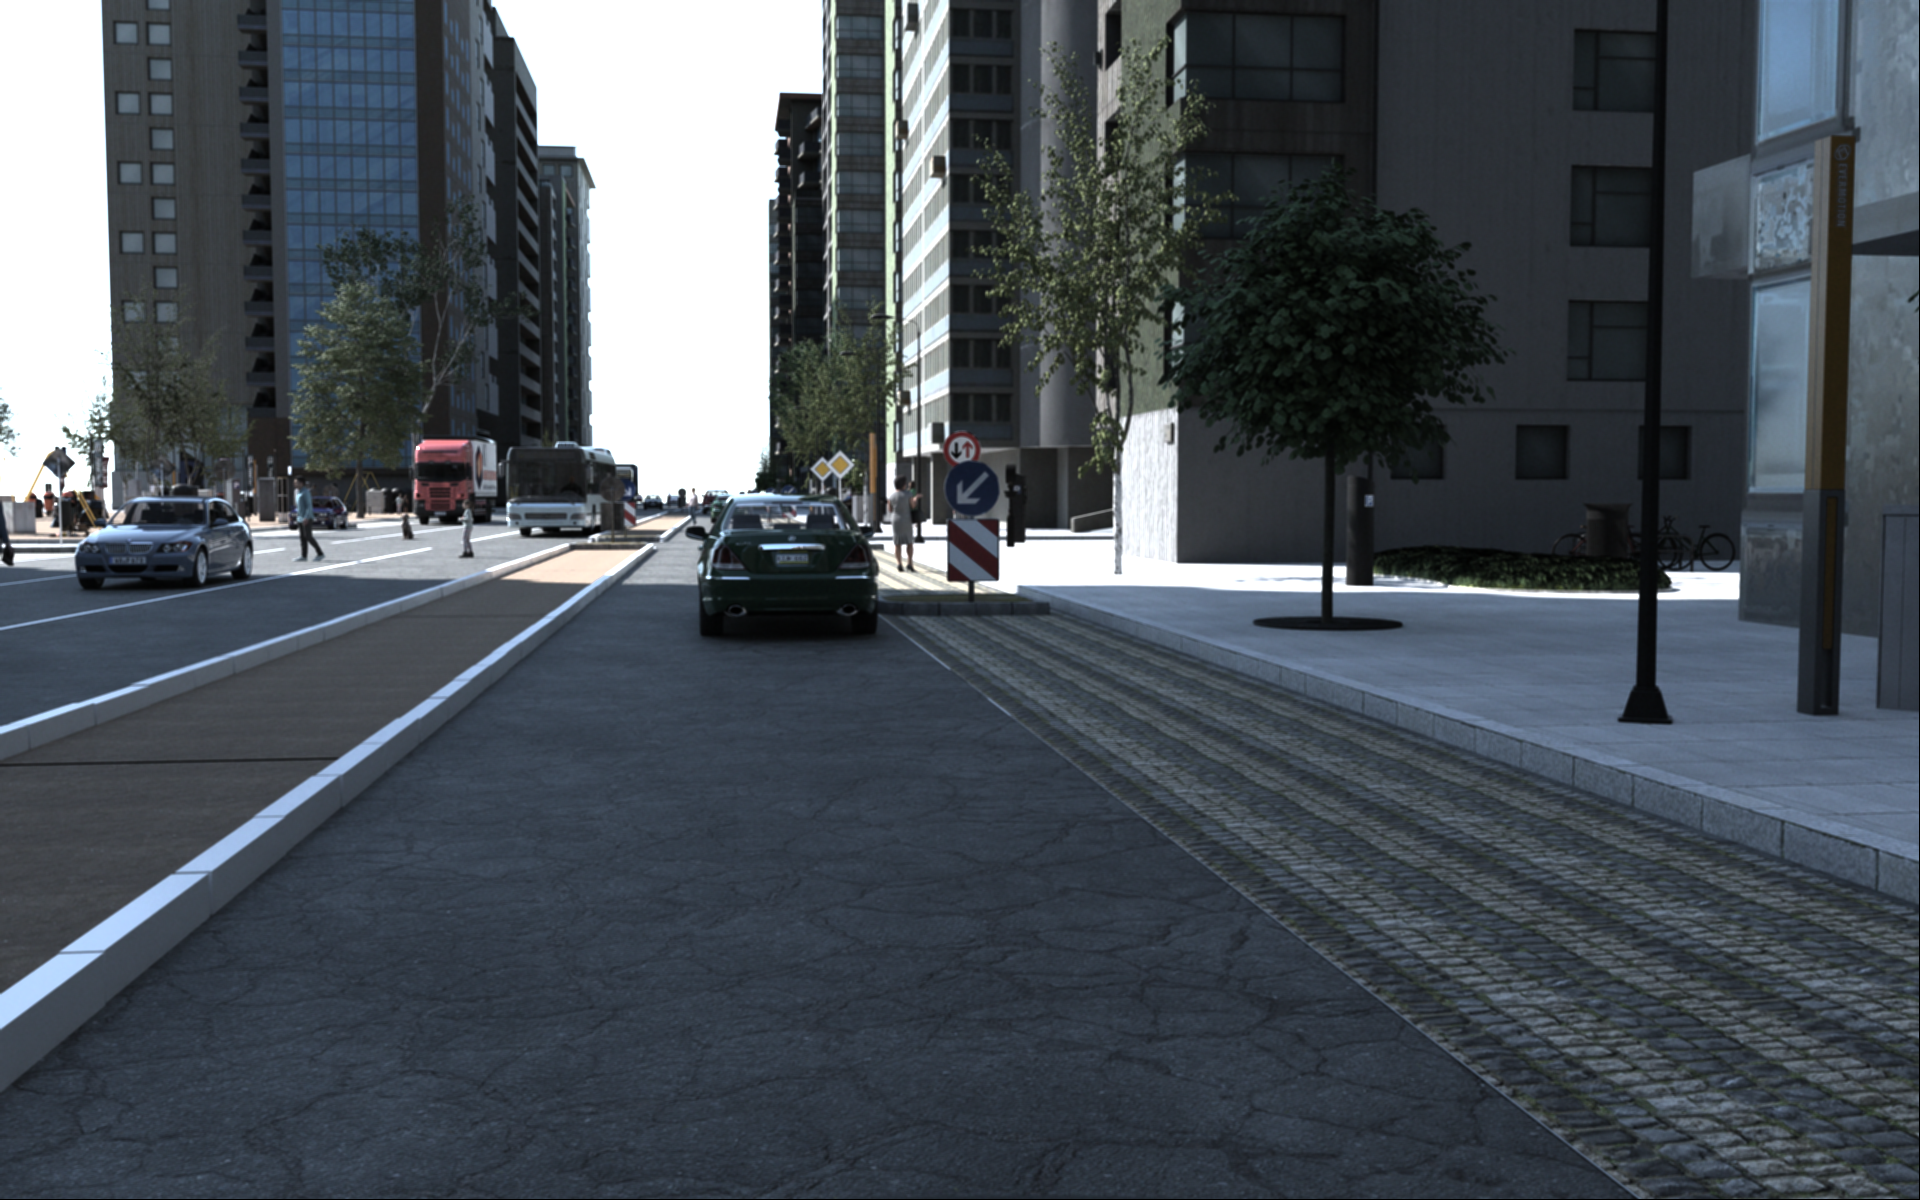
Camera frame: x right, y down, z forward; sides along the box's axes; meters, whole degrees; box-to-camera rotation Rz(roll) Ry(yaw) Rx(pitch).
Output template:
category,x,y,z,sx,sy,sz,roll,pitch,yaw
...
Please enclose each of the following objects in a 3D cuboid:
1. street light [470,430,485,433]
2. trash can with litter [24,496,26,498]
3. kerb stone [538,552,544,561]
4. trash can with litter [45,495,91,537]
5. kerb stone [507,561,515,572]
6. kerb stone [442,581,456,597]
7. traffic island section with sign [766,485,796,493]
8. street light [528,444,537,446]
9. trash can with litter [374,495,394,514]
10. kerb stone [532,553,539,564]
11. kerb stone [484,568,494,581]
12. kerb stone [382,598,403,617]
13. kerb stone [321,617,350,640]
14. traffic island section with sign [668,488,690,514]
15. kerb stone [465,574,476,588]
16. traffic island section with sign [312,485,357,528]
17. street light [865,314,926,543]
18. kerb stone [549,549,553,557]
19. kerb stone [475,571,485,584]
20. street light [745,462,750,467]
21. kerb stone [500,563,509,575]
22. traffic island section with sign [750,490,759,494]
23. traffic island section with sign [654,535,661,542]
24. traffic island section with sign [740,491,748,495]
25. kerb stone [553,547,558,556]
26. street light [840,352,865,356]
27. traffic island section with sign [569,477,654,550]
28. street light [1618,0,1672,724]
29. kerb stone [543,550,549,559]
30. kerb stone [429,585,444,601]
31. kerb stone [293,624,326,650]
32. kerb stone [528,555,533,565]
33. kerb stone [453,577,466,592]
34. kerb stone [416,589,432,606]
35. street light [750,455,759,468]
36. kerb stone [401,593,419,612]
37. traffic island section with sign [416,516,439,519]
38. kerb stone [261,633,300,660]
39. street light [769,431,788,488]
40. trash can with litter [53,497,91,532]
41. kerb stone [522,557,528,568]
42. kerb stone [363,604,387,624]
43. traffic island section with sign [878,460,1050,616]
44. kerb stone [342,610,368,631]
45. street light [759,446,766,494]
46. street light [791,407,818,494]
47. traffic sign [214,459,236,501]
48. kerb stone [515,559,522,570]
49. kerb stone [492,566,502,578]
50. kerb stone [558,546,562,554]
category,x,y,z,sx,sy,sz,roll,pitch,yaw
street light,-35.340,-9.408,126.354,1.470,5.913,1.316,0,4,-8
trash can with litter,-51.216,-5.160,95.760,1.055,1.170,0.624,1,4,8
kerb stone,-8.952,-0.880,36.579,0.120,0.150,1.000,0,4,-8
trash can with litter,-26.664,-2.521,52.268,1.678,1.210,2.233,0,4,5
kerb stone,-8.262,-0.569,31.506,0.120,0.150,1.000,0,4,-8
kerb stone,-7.265,-0.134,24.382,0.120,0.150,1.000,0,4,-8
traffic island section with sign,-7.650,-4.128,76.117,1.989,1.847,2.006,0,4,-8
street light,-40.120,-11.567,161.658,1.470,5.913,1.316,0,4,-8
trash can with litter,-36.828,-6.102,110.823,1.678,1.210,2.233,-1,4,-21
kerb stone,-8.809,-0.818,35.567,0.120,0.150,1.000,0,4,-8
kerb stone,-7.835,-0.383,28.459,0.120,0.150,1.000,0,4,-8
kerb stone,-6.717,0.115,20.320,0.120,0.150,1.000,0,4,-8
kerb stone,-6.282,0.301,17.268,0.120,0.150,1.000,0,4,-8
traffic island section with sign,-20.372,-7.262,126.876,2.006,1.907,1.989,0,4,-8
kerb stone,-7.551,-0.259,26.425,0.120,0.150,1.000,0,4,-8
traffic island section with sign,-26.502,-3.927,72.837,1.989,1.847,2.006,0,4,-8
street light,-1.604,-4.429,44.950,1.470,5.913,1.316,0,4,-8
kerb stone,-9.242,-1.004,38.607,0.120,0.150,1.000,0,4,-8
kerb stone,-7.696,-0.321,27.446,0.120,0.150,1.000,0,4,-8
street light,-29.880,-16.970,250.004,1.470,5.913,1.316,0,4,-8
kerb stone,-8.114,-0.507,30.492,0.120,0.150,1.000,0,4,-8
traffic island section with sign,-11.339,-5.768,102.938,1.989,1.847,2.006,0,4,-8
traffic island section with sign,-10.095,-2.710,52.441,2.006,1.907,1.989,0,4,-8
traffic island section with sign,-18.099,-8.766,151.944,1.989,1.847,2.006,0,4,-8
kerb stone,-9.369,-1.065,39.622,0.120,0.150,1.000,0,4,-8
street light,-3.217,-5.146,56.684,1.470,5.913,1.316,0,4,-8
traffic island section with sign,-9.093,-2.261,45.102,2.006,1.907,1.989,0,4,-8
street light,3.346,-2.265,9.568,1.470,5.913,1.316,0,4,-8
kerb stone,-9.094,-0.942,37.592,0.120,0.150,1.000,0,4,-8
kerb stone,-7.139,-0.068,23.367,0.120,0.150,1.000,0,4,-8
kerb stone,-6.151,0.364,16.250,0.120,0.150,1.000,0,4,-8
kerb stone,-8.680,-0.749,34.553,0.120,0.150,1.000,0,4,-8
kerb stone,-7.418,-0.197,25.412,0.120,0.150,1.000,0,4,-8
kerb stone,-6.992,-0.009,22.349,0.120,0.150,1.000,0,4,-8
street light,-24.881,-14.781,214.213,1.470,5.913,1.316,0,4,-8
kerb stone,-6.850,0.053,21.337,0.120,0.150,1.000,0,4,-8
traffic island section with sign,-30.232,-5.586,99.961,1.989,1.847,2.006,0,4,-8
kerb stone,-6.011,0.426,15.225,0.120,0.150,1.000,0,4,-8
street light,-13.823,-9.850,133.581,1.470,5.913,1.316,0,4,-8
trash can with litter,-30.225,-2.908,58.937,0.624,1.170,1.055,1,4,23
kerb stone,-8.534,-0.694,33.541,0.120,0.150,1.000,0,4,-8
kerb stone,-6.577,0.177,19.308,0.120,0.150,1.000,0,4,-8
traffic island section with sign,-0.063,-0.767,21.163,1.989,1.847,2.006,0,4,-8
kerb stone,-6.438,0.239,18.287,0.120,0.150,1.000,0,4,-8
street light,-18.618,-12.003,168.783,1.470,5.913,1.316,0,4,-8
street light,-8.149,-7.327,92.336,1.470,5.913,1.316,0,4,-8
traffic sign,-26.891,-3.870,63.375,0.768,2.556,0.104,0,4,-5
kerb stone,-8.398,-0.629,32.522,0.120,0.150,1.000,0,4,-8
kerb stone,-7.970,-0.444,29.480,0.120,0.150,1.000,0,4,-8
kerb stone,-9.510,-1.121,40.641,0.120,0.150,1.000,0,4,-8
